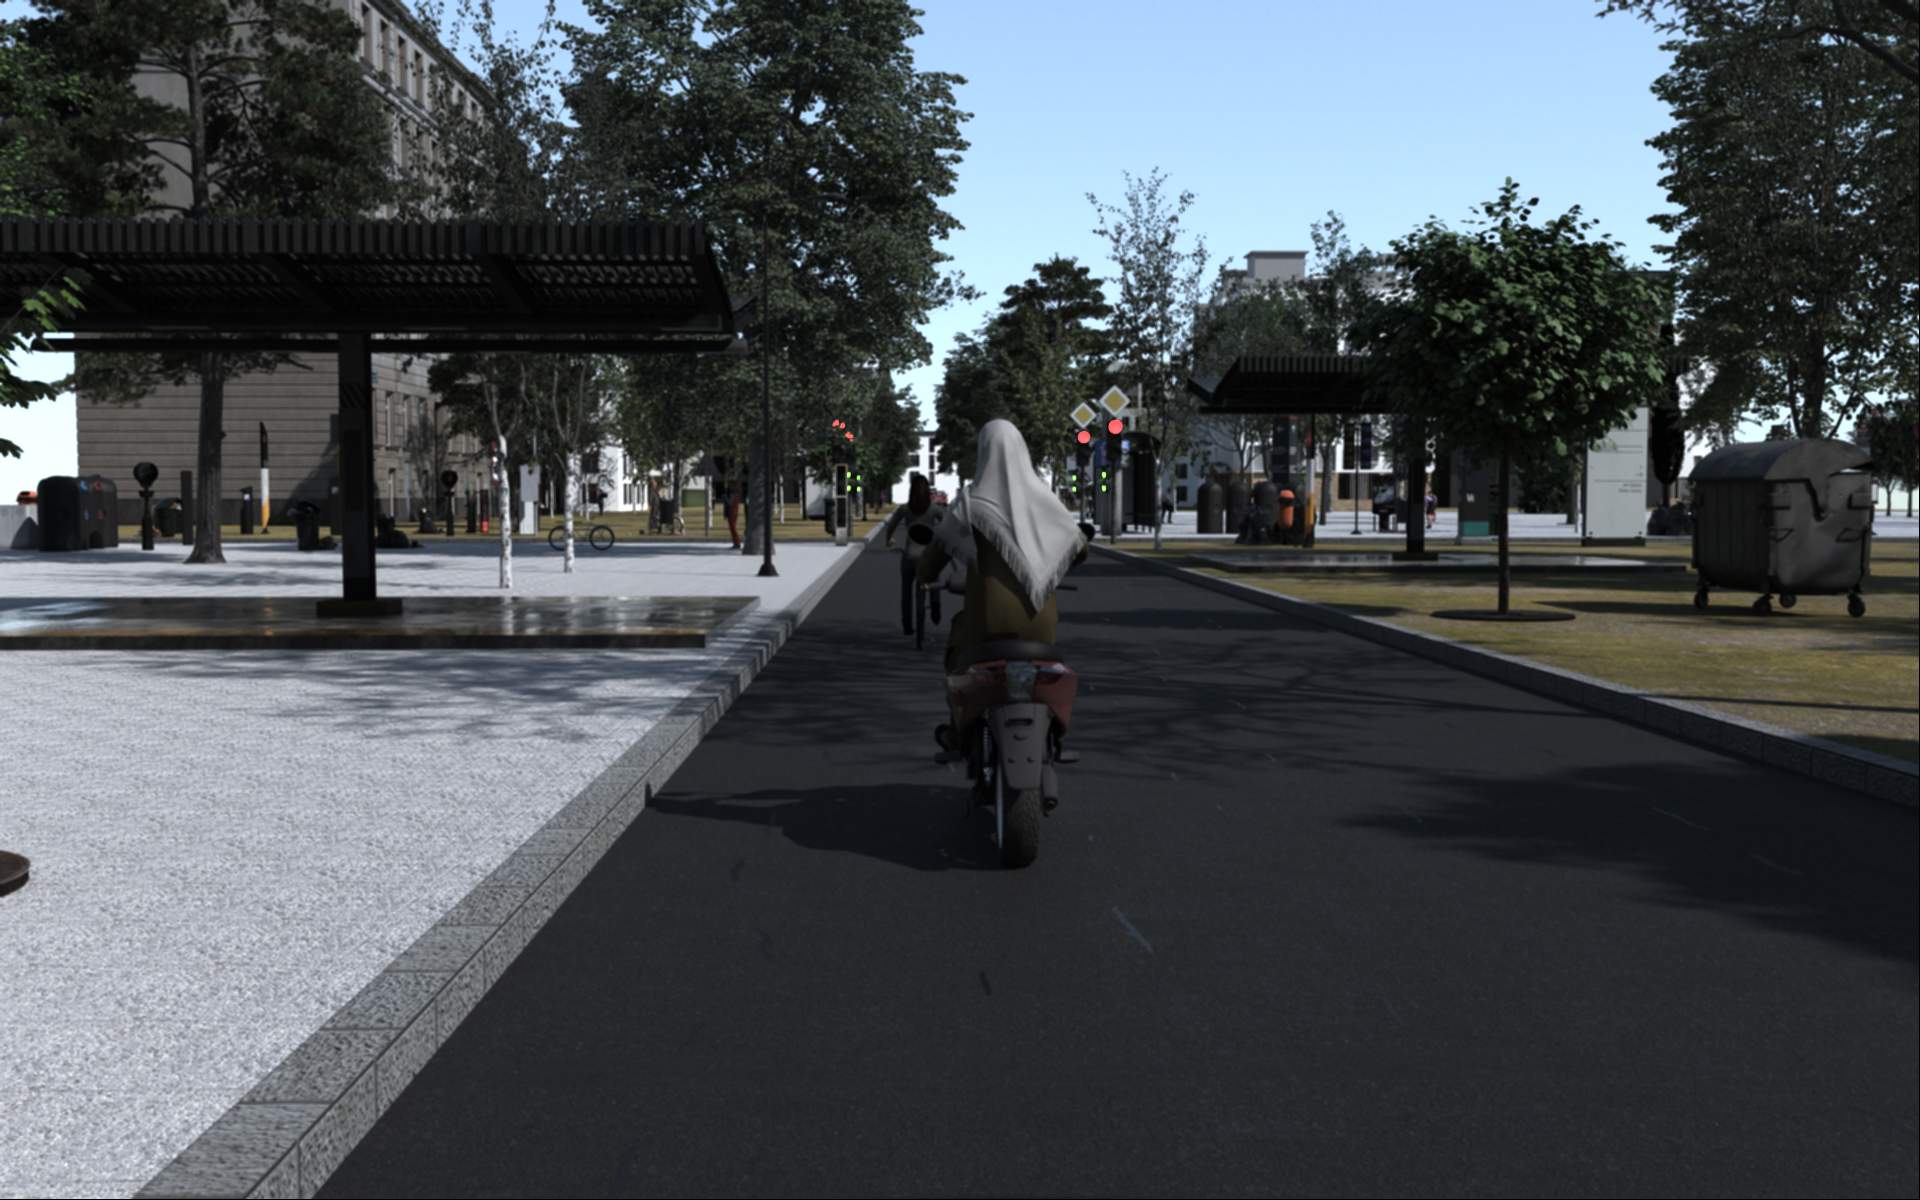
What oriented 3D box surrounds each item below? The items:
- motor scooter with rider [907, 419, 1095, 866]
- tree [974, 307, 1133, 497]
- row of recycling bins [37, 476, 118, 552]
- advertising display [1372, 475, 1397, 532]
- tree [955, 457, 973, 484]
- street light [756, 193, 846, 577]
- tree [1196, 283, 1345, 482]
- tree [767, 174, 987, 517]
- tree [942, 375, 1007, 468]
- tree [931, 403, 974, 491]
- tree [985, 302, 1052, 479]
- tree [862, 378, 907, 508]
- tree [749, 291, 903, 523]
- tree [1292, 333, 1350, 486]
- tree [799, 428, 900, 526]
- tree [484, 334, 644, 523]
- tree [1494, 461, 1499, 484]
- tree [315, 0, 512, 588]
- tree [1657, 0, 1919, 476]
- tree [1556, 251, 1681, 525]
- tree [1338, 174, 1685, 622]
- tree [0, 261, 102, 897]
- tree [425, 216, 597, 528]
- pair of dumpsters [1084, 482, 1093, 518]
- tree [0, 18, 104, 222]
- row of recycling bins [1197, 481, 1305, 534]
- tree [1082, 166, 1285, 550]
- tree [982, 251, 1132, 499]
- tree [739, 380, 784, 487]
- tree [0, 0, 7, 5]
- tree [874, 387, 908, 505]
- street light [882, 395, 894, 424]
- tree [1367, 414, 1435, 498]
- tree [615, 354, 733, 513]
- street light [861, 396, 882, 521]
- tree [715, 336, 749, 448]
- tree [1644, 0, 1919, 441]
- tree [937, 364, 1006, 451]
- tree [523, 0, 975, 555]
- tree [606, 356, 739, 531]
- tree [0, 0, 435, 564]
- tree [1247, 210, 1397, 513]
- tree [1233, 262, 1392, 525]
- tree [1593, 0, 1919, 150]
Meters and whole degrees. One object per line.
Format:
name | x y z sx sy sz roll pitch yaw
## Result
motor scooter with rider | 0.219 0.103 7.276 0.876 1.779 1.986 0 4 -3
tree | 3.572 -7.165 67.516 4.737 8.622 4.395 0 3 0
row of recycling bins | -20.477 -2.021 40.161 1.069 1.692 3.534 -1 4 -9
advertising display | 14.412 -3.278 58.805 0.123 1.923 0.974 -2 4 -35
tree | 1.181 -14.508 187.568 4.737 8.622 4.395 0 3 0
street light | -2.462 -3.324 26.885 1.470 5.913 1.316 0 4 -2
tree | 15.422 -9.832 86.502 9.928 11.665 9.643 0 3 0
tree | -4.275 -14.764 97.284 12.611 20.169 13.585 0 3 0
tree | 2.452 -11.839 127.974 8.767 10.594 7.601 1 4 20
tree | 0.438 -18.080 203.037 7.806 13.903 7.818 0 3 0
tree | 2.781 -12.846 116.685 9.857 13.997 8.962 0 3 0
tree | -8.130 -14.472 158.672 6.751 12.117 7.091 0 3 0
tree | -4.318 -6.745 60.640 4.360 8.622 3.978 0 3 0
tree | 15.846 -7.885 79.288 4.737 8.622 4.395 0 3 0
tree | -4.917 -5.302 70.406 4.285 4.588 4.351 0 3 0
tree | -17.632 -9.259 77.136 9.928 11.665 9.643 0 3 0
tree | 27.662 -9.417 88.377 7.601 10.594 8.767 -1 4 -15
tree | -6.293 -4.450 23.116 4.360 8.622 3.978 0 3 0
tree | 11.269 -4.431 22.803 4.360 8.622 3.978 0 3 0
tree | 25.775 -8.968 72.382 9.928 11.665 9.643 0 3 0
tree | 5.673 -2.099 18.035 4.285 4.588 4.351 0 3 0
tree | -3.510 -0.671 5.571 1.663 3.219 1.824 0 3 0
tree | -17.167 -8.798 65.909 6.751 12.117 7.091 0 3 0
pair of dumpsters | 7.549 -5.503 92.460 1.574 2.255 4.436 0 4 -1
tree | -15.881 -5.956 23.134 9.928 11.665 9.643 0 3 0
row of recycling bins | 9.449 -2.986 55.939 3.534 1.692 1.069 0 4 -1
tree | 4.575 -5.423 39.023 4.360 8.622 3.978 0 3 0
tree | 4.396 -9.556 78.304 6.751 12.117 7.091 0 3 0
tree | -10.945 -8.232 84.953 4.737 8.622 4.395 0 3 0
tree | -6.403 -3.622 9.583 4.360 8.622 3.978 0 3 0
tree | -9.458 -17.551 194.387 7.806 13.903 7.818 0 3 0
street light | -3.960 -6.665 81.513 1.470 5.913 1.316 0 4 -2
tree | 27.273 -9.641 107.992 4.360 8.622 3.978 0 3 0
tree | -19.098 -12.778 116.339 7.806 13.903 7.818 0 3 0
street light | -3.173 -4.862 52.036 1.470 5.913 1.316 0 4 -2
tree | -10.061 -7.184 67.815 4.360 8.622 3.978 0 3 0
tree | 16.274 -6.980 32.255 7.486 12.596 7.792 0 3 0
tree | 1.722 -12.993 138.190 9.928 11.665 9.643 0 3 0
tree | -4.261 -7.924 36.209 9.857 13.997 8.962 0 3 0
tree | -10.023 -6.681 59.596 4.737 8.622 4.395 0 3 0
tree | -13.791 -7.591 31.533 7.806 13.903 7.818 0 3 0
tree | 24.541 -16.067 118.586 12.611 20.169 13.585 0 3 0
tree | 14.761 -8.335 70.689 8.767 10.594 7.601 2 4 25
tree | 6.152 -6.071 9.626 12.009 13.543 11.850 0 3 0
